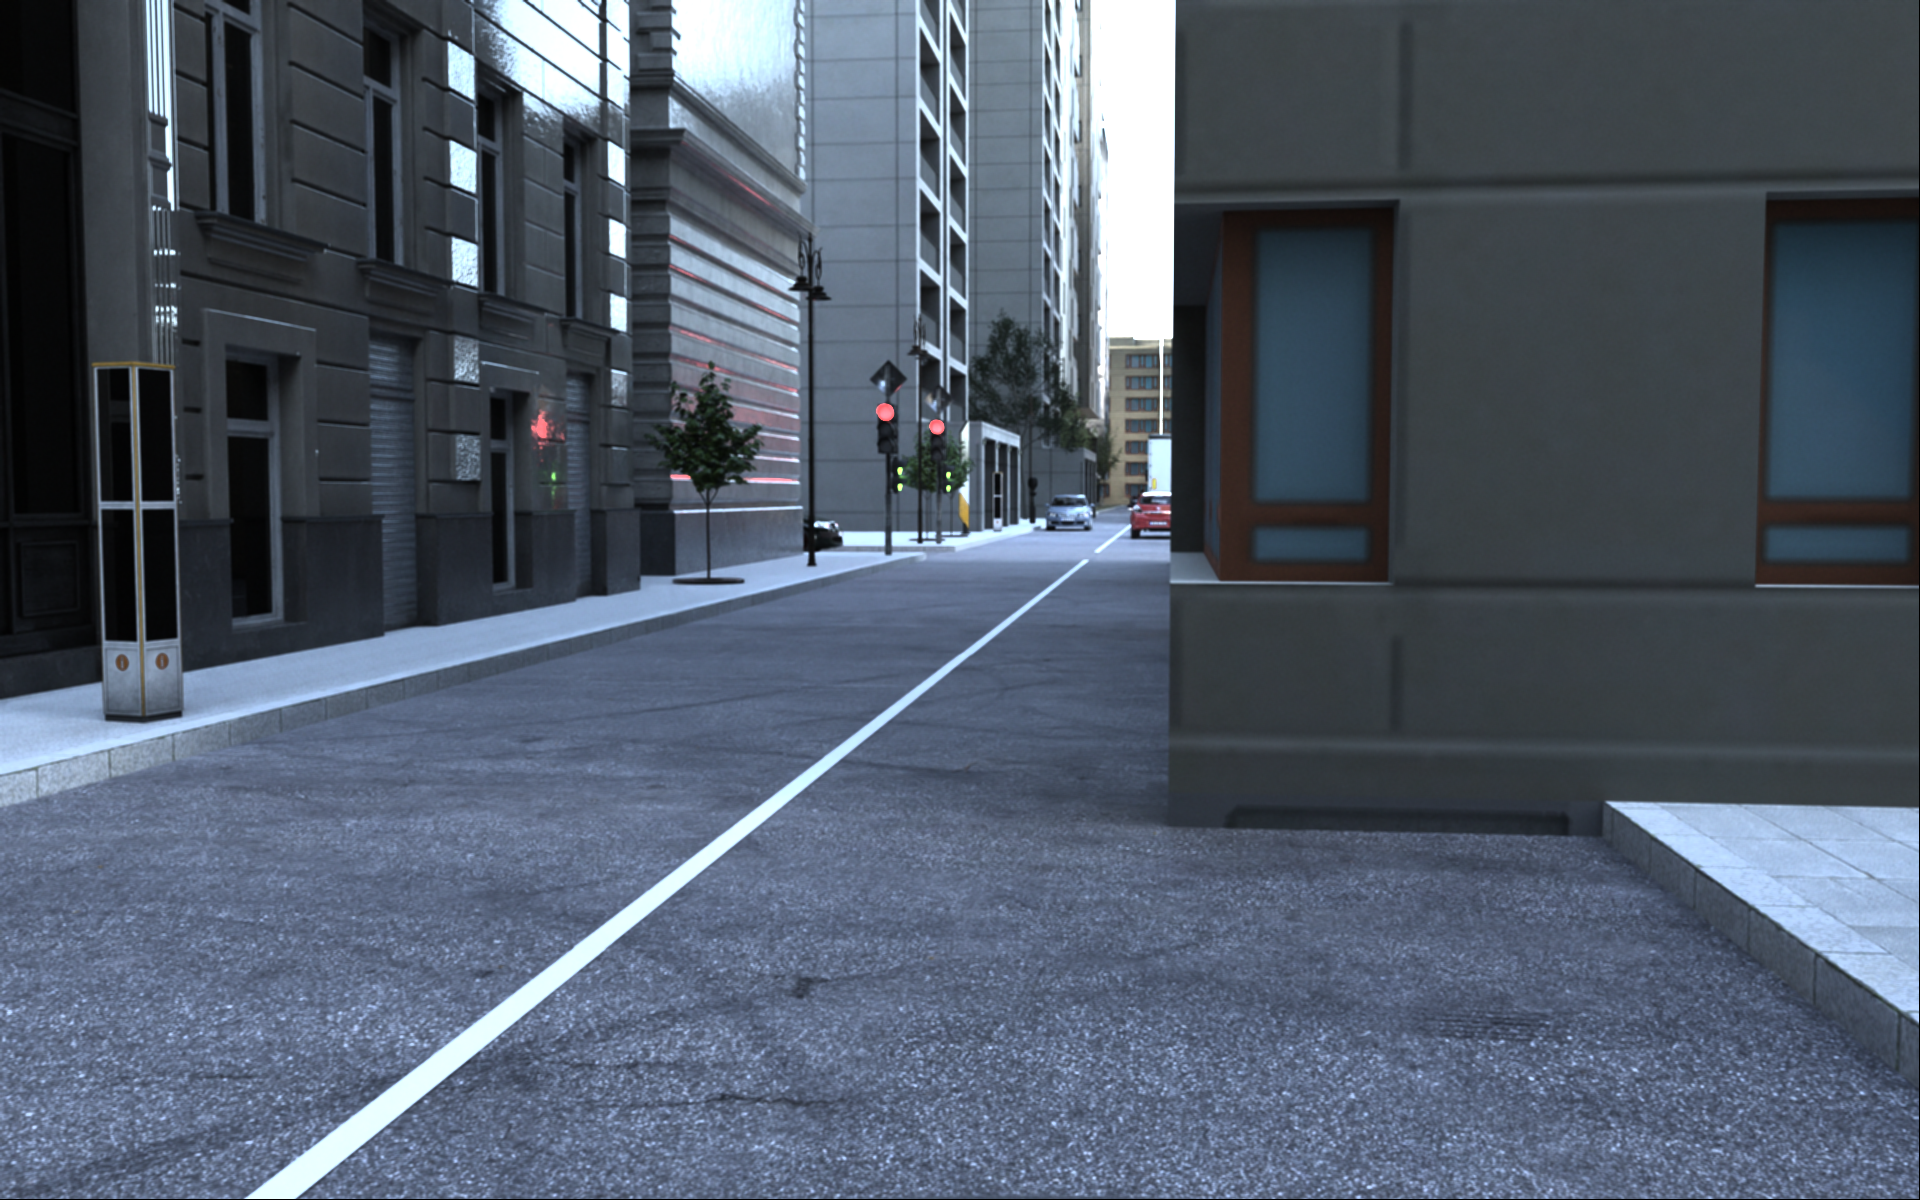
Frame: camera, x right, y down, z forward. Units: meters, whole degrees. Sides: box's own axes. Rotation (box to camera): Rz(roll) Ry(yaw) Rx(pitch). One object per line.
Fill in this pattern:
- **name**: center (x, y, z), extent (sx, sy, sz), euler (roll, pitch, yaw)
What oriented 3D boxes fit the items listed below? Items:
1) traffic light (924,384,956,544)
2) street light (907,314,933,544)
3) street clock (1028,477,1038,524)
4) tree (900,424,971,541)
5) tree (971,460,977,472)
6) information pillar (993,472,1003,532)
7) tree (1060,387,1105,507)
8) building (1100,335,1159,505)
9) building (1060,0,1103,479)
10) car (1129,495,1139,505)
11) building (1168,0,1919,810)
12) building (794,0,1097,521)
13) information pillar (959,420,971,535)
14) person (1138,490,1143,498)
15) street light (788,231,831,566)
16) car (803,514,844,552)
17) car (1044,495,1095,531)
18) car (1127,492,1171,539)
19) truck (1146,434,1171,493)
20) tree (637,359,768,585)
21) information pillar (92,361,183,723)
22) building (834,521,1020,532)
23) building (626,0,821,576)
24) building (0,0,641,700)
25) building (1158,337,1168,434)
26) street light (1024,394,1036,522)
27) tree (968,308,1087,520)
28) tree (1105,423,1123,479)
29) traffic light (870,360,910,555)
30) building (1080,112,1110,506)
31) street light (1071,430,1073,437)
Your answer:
- **traffic light**: center (-0.527, -3.386, 44.289), extent (0.839, 4.253, 0.868), euler (0, 4, 7)
- **street light**: center (-1.031, -4.392, 44.596), extent (0.468, 5.910, 1.993), euler (0, 4, 7)
- **street clock**: center (3.154, -4.312, 75.070), extent (0.358, 2.002, 0.471), euler (-2, 4, -26)
- **tree**: center (-0.784, -3.246, 47.677), extent (1.663, 3.219, 1.824), euler (0, 3, 0)
- **tree**: center (-0.391, -3.492, 51.689), extent (1.663, 3.219, 1.824), euler (0, 3, 0)
- **information pillar**: center (1.277, -3.295, 58.367), extent (0.304, 2.012, 0.304), euler (0, 4, 6)
- **tree**: center (7.191, -10.151, 116.327), extent (4.737, 8.622, 4.395), euler (0, 3, 0)
- **building**: center (10.592, -22.764, 217.227), extent (28.899, 21.520, 27.650), euler (0, 4, 7)
- **building**: center (-0.708, -34.955, 160.754), extent (28.713, 52.752, 27.495), euler (0, 4, 7)
- **car**: center (19.536, -10.864, 190.210), extent (1.945, 1.354, 3.894), euler (0, 4, 6)
- **building**: center (16.363, -10.667, 19.443), extent (27.650, 21.520, 28.899), euler (0, 4, 7)
- **building**: center (-2.363, -40.502, 100.465), extent (20.563, 71.187, 20.611), euler (0, 4, 7)
- **information pillar**: center (0.134, -3.876, 54.724), extent (0.183, 3.616, 0.504), euler (2, 4, 31)
- **person**: center (18.691, -10.366, 177.612), extent (0.705, 1.869, 1.348), euler (-3, 5, -45)
- **street light**: center (-2.645, -3.544, 30.740), extent (0.468, 5.910, 1.993), euler (0, 4, 7)
- **car**: center (-4.898, -1.938, 41.473), extent (4.222, 1.686, 2.009), euler (0, 4, 7)
- **car**: center (4.380, -3.494, 69.126), extent (2.014, 1.417, 4.499), euler (0, 4, 6)
- **car**: center (6.548, -2.925, 56.861), extent (2.155, 1.783, 4.494), euler (0, 4, 7)
- **truck**: center (10.675, -5.976, 86.614), extent (2.839, 4.237, 11.283), euler (0, 4, 7)
- **tree**: center (-3.507, -1.853, 24.894), extent (1.663, 3.219, 1.824), euler (0, 3, 0)
- **information pillar**: center (-4.653, -0.326, 9.815), extent (0.304, 2.012, 0.304), euler (1, 4, 20)
- **building**: center (-8.147, -38.495, 67.638), extent (20.563, 71.187, 20.611), euler (0, 4, 7)
- **building**: center (-13.058, -12.442, 32.297), extent (19.941, 23.489, 11.050), euler (0, 4, 7)
- **building**: center (-11.333, -13.073, 11.007), extent (12.463, 27.353, 25.104), euler (0, 4, 7)
- **building**: center (39.410, -22.515, 213.160), extent (28.899, 21.520, 27.650), euler (0, 4, 7)
- **street light**: center (3.224, -6.490, 78.897), extent (0.468, 5.910, 1.993), euler (0, 4, 7)
- **tree**: center (2.951, -9.339, 87.112), extent (7.601, 10.594, 8.767), euler (1, 4, 11)
- **tree**: center (14.609, -13.868, 177.111), extent (4.737, 8.622, 4.395), euler (0, 3, 0)
- **traffic light**: center (-1.491, -2.902, 36.362), extent (0.839, 4.253, 0.868), euler (0, 4, 7)
- **building**: center (9.142, -30.856, 188.090), extent (14.086, 41.232, 14.154), euler (0, 4, 7)
- **street light**: center (7.369, -8.576, 113.009), extent (0.468, 5.910, 1.993), euler (0, 4, 7)
